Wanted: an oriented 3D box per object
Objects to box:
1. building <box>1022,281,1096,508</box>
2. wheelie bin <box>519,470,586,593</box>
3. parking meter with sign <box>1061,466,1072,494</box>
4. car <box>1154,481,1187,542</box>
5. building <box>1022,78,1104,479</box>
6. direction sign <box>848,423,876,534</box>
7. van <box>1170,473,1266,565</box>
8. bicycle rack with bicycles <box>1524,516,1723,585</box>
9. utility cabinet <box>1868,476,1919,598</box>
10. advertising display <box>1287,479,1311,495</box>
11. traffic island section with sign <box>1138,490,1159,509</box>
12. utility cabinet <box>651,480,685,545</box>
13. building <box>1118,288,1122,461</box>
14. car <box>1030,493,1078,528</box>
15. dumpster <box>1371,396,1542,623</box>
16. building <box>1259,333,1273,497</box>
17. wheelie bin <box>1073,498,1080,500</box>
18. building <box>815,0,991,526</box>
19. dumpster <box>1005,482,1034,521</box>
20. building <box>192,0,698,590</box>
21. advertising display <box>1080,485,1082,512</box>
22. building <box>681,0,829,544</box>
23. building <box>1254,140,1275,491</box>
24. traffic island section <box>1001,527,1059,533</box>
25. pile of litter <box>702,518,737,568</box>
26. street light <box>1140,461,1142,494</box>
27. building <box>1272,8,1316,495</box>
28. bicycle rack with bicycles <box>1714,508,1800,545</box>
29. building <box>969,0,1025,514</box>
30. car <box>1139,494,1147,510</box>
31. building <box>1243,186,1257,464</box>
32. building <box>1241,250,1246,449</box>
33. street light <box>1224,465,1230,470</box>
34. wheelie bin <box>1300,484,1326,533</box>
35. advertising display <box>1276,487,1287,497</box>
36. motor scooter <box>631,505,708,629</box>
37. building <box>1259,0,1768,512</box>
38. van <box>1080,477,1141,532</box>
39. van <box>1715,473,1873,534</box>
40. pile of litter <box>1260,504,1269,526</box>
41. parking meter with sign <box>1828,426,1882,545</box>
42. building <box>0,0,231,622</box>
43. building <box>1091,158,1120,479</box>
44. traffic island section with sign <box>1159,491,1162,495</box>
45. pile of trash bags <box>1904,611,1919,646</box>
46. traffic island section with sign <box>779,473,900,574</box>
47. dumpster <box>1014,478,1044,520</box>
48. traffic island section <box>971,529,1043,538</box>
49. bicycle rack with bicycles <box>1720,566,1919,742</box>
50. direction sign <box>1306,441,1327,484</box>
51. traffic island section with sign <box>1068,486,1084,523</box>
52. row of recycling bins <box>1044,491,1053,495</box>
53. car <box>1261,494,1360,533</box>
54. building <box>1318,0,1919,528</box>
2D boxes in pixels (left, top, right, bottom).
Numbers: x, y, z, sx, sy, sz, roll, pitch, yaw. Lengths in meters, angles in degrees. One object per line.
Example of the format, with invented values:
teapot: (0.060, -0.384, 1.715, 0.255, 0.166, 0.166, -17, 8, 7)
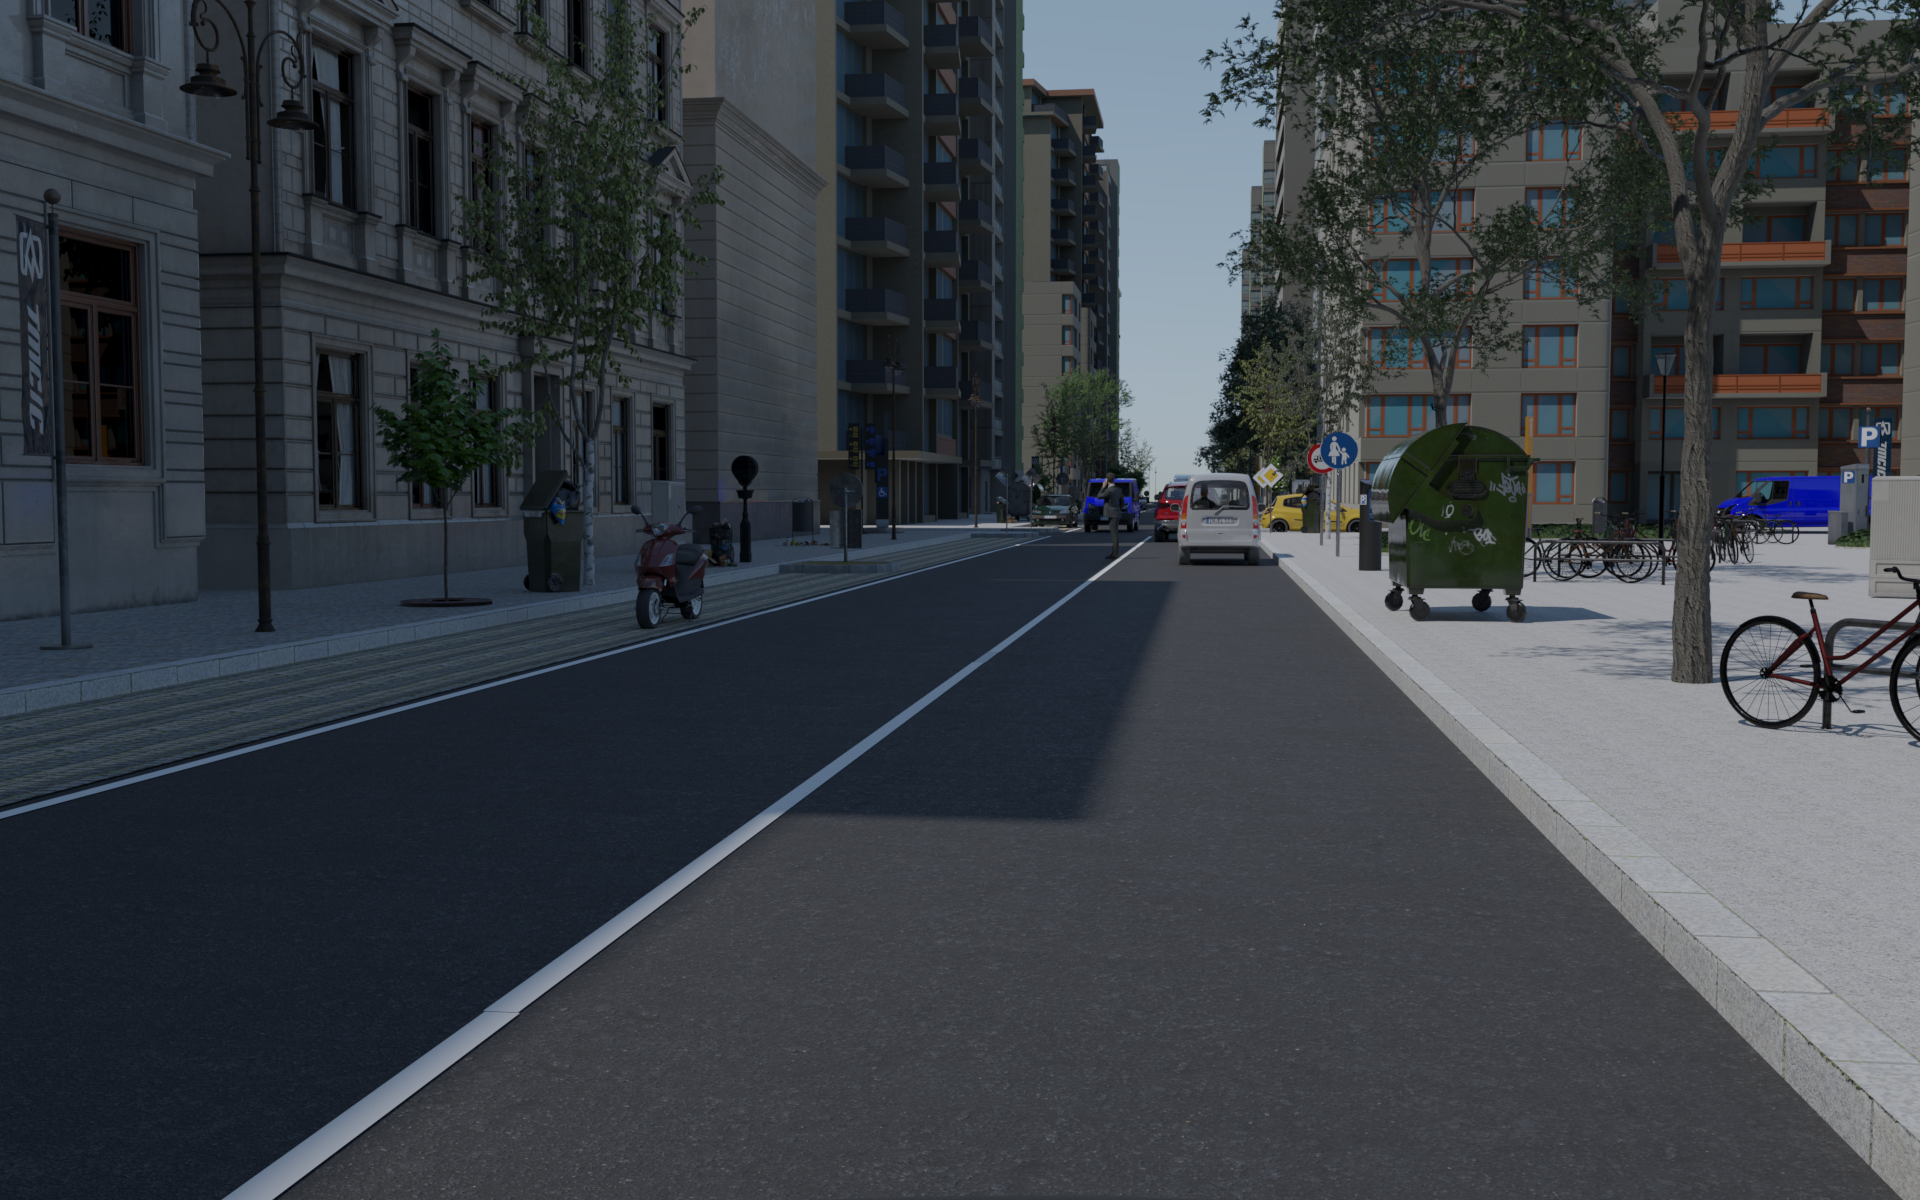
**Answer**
building: (-2.424, -19.095, 157.237, 27.650, 21.520, 28.899, 1, 4, 8)
wheelie bin: (-5.360, -0.914, 22.846, 0.693, 1.594, 0.980, -3, 5, -44)
parking meter with sign: (6.487, -6.646, 104.926, 0.543, 3.016, 1.738, 0, 4, -3)
car: (7.089, -2.734, 53.369, 2.281, 1.827, 5.304, 1, 4, 9)
building: (3.877, -32.479, 185.656, 22.147, 44.769, 28.867, 1, 4, 8)
direction sign: (-3.133, -3.878, 55.407, 0.876, 3.537, 0.379, 0, 4, -8)
van: (5.415, -1.791, 36.295, 2.013, 2.044, 4.112, 0, 4, 8)
bicycle rack with bicycles: (9.513, -0.757, 25.757, 2.925, 0.926, 2.852, 2, 4, 31)
utility cabinet: (11.782, -0.761, 21.129, 1.173, 1.500, 0.318, 2, 4, 35)
advertising display: (14.404, -4.166, 73.332, 0.974, 1.923, 0.123, -1, 4, -23)
traffic island section with sign: (20.623, -11.134, 190.675, 1.989, 1.847, 2.006, 1, 4, 8)
utility cabinet: (-4.804, -1.220, 28.620, 0.318, 1.500, 1.173, 0, 4, 4)
building: (13.900, -36.490, 288.490, 32.217, 40.220, 23.993, 1, 4, 8)
car: (4.048, -3.914, 73.784, 2.009, 1.686, 4.222, 1, 4, 9)
dumpster: (5.142, -0.953, 18.079, 1.502, 2.255, 1.985, 1, 4, 8)
building: (45.226, -20.515, 180.464, 27.650, 21.520, 28.899, 1, 4, 8)
wheelie bin: (8.481, -7.314, 127.492, 0.693, 1.594, 0.980, 1, 4, 8)
building: (-10.219, -26.221, 83.344, 22.147, 44.769, 28.867, 1, 4, 8)
dumpster: (2.808, -4.663, 81.994, 1.264, 1.857, 1.865, 1, 4, 8)
building: (-12.283, -10.246, 32.157, 10.561, 19.102, 19.286, 1, 4, 8)
advertising display: (8.995, -7.488, 127.646, 0.123, 1.923, 0.974, 1, 4, 11)
building: (-17.263, -15.499, 50.668, 25.104, 27.353, 12.463, 1, 4, 8)
building: (42.140, -31.705, 201.974, 14.154, 41.232, 14.086, 1, 4, 8)
traffic island section: (2.672, -2.649, 65.597, 2.009, 0.180, 2.903, 1, 4, 8)
pile of litter: (-4.506, -1.035, 30.884, 1.176, 0.858, 1.719, 0, 4, 5)
street light: (23.411, -15.382, 224.287, 0.468, 5.910, 1.993, 1, 4, 8)
building: (39.199, -32.450, 154.259, 21.300, 48.544, 21.600, 1, 4, 8)
bicycle rack with bicycles: (20.447, -1.937, 45.058, 2.852, 0.926, 2.925, -2, 4, -35)
building: (-3.529, -26.245, 112.702, 14.154, 41.232, 14.086, 1, 4, 8)
car: (15.819, -8.776, 155.489, 2.014, 1.417, 4.499, 0, 4, 6)
building: (45.600, -33.476, 230.921, 14.154, 41.232, 14.086, 1, 4, 8)
building: (53.695, -36.961, 287.900, 14.154, 41.232, 14.086, 1, 4, 8)
street light: (35.903, -15.911, 232.926, 0.468, 5.910, 1.993, 1, 4, 8)
wheelie bin: (11.588, -2.984, 56.692, 0.693, 1.594, 0.980, 3, 5, 43)
advertising display: (17.078, -5.302, 91.908, 0.123, 1.923, 0.974, 3, 5, 41)
motor scooter: (-3.173, -0.385, 19.064, 0.815, 1.314, 1.986, 1, 4, 9)
building: (37.491, -26.206, 120.345, 32.217, 40.220, 23.993, 1, 4, 8)
van: (5.896, -3.833, 67.051, 2.240, 2.365, 5.245, 1, 4, 9)
van: (28.449, -3.326, 58.765, 5.245, 2.365, 2.240, 0, 4, 7)
pile of litter: (12.494, -3.433, 70.098, 1.176, 0.858, 1.719, 1, 4, 14)
parking meter with sign: (22.727, -2.924, 44.067, 1.738, 3.016, 0.543, -3, 4, -38)
building: (-15.401, -10.701, 11.117, 11.583, 22.565, 21.152, 1, 4, 8)
building: (11.560, -31.978, 206.426, 14.154, 41.232, 14.086, 1, 4, 8)
traffic island section with sign: (28.586, -14.529, 246.178, 1.989, 1.847, 2.006, 1, 4, 8)
pile of trash bags: (9.846, -0.304, 14.728, 3.447, 1.369, 1.912, -2, 4, -28)
traffic island section with sign: (-2.161, -1.428, 31.983, 1.989, 1.847, 2.006, 1, 4, 8)
dumpster: (3.266, -4.994, 84.142, 1.502, 2.255, 1.985, 1, 4, 8)
traffic island section: (1.538, -2.166, 57.693, 2.009, 0.180, 2.903, 1, 4, 8)
bicycle rack with bicycles: (5.842, 0.281, 8.796, 2.852, 0.926, 2.925, -1, 4, -23)
direction sign: (15.205, -5.009, 73.894, 0.876, 3.537, 0.379, 0, 4, 2)
traffic island section with sign: (5.834, -4.830, 87.590, 1.989, 1.847, 2.006, 1, 4, 8)
row of recycling bins: (5.532, -7.798, 134.607, 3.534, 1.692, 1.069, 1, 4, 18)
car: (12.294, -2.992, 59.141, 3.980, 1.641, 2.015, 1, 4, 9)
building: (31.223, -14.113, 75.792, 28.899, 21.520, 27.650, 1, 4, 8)
